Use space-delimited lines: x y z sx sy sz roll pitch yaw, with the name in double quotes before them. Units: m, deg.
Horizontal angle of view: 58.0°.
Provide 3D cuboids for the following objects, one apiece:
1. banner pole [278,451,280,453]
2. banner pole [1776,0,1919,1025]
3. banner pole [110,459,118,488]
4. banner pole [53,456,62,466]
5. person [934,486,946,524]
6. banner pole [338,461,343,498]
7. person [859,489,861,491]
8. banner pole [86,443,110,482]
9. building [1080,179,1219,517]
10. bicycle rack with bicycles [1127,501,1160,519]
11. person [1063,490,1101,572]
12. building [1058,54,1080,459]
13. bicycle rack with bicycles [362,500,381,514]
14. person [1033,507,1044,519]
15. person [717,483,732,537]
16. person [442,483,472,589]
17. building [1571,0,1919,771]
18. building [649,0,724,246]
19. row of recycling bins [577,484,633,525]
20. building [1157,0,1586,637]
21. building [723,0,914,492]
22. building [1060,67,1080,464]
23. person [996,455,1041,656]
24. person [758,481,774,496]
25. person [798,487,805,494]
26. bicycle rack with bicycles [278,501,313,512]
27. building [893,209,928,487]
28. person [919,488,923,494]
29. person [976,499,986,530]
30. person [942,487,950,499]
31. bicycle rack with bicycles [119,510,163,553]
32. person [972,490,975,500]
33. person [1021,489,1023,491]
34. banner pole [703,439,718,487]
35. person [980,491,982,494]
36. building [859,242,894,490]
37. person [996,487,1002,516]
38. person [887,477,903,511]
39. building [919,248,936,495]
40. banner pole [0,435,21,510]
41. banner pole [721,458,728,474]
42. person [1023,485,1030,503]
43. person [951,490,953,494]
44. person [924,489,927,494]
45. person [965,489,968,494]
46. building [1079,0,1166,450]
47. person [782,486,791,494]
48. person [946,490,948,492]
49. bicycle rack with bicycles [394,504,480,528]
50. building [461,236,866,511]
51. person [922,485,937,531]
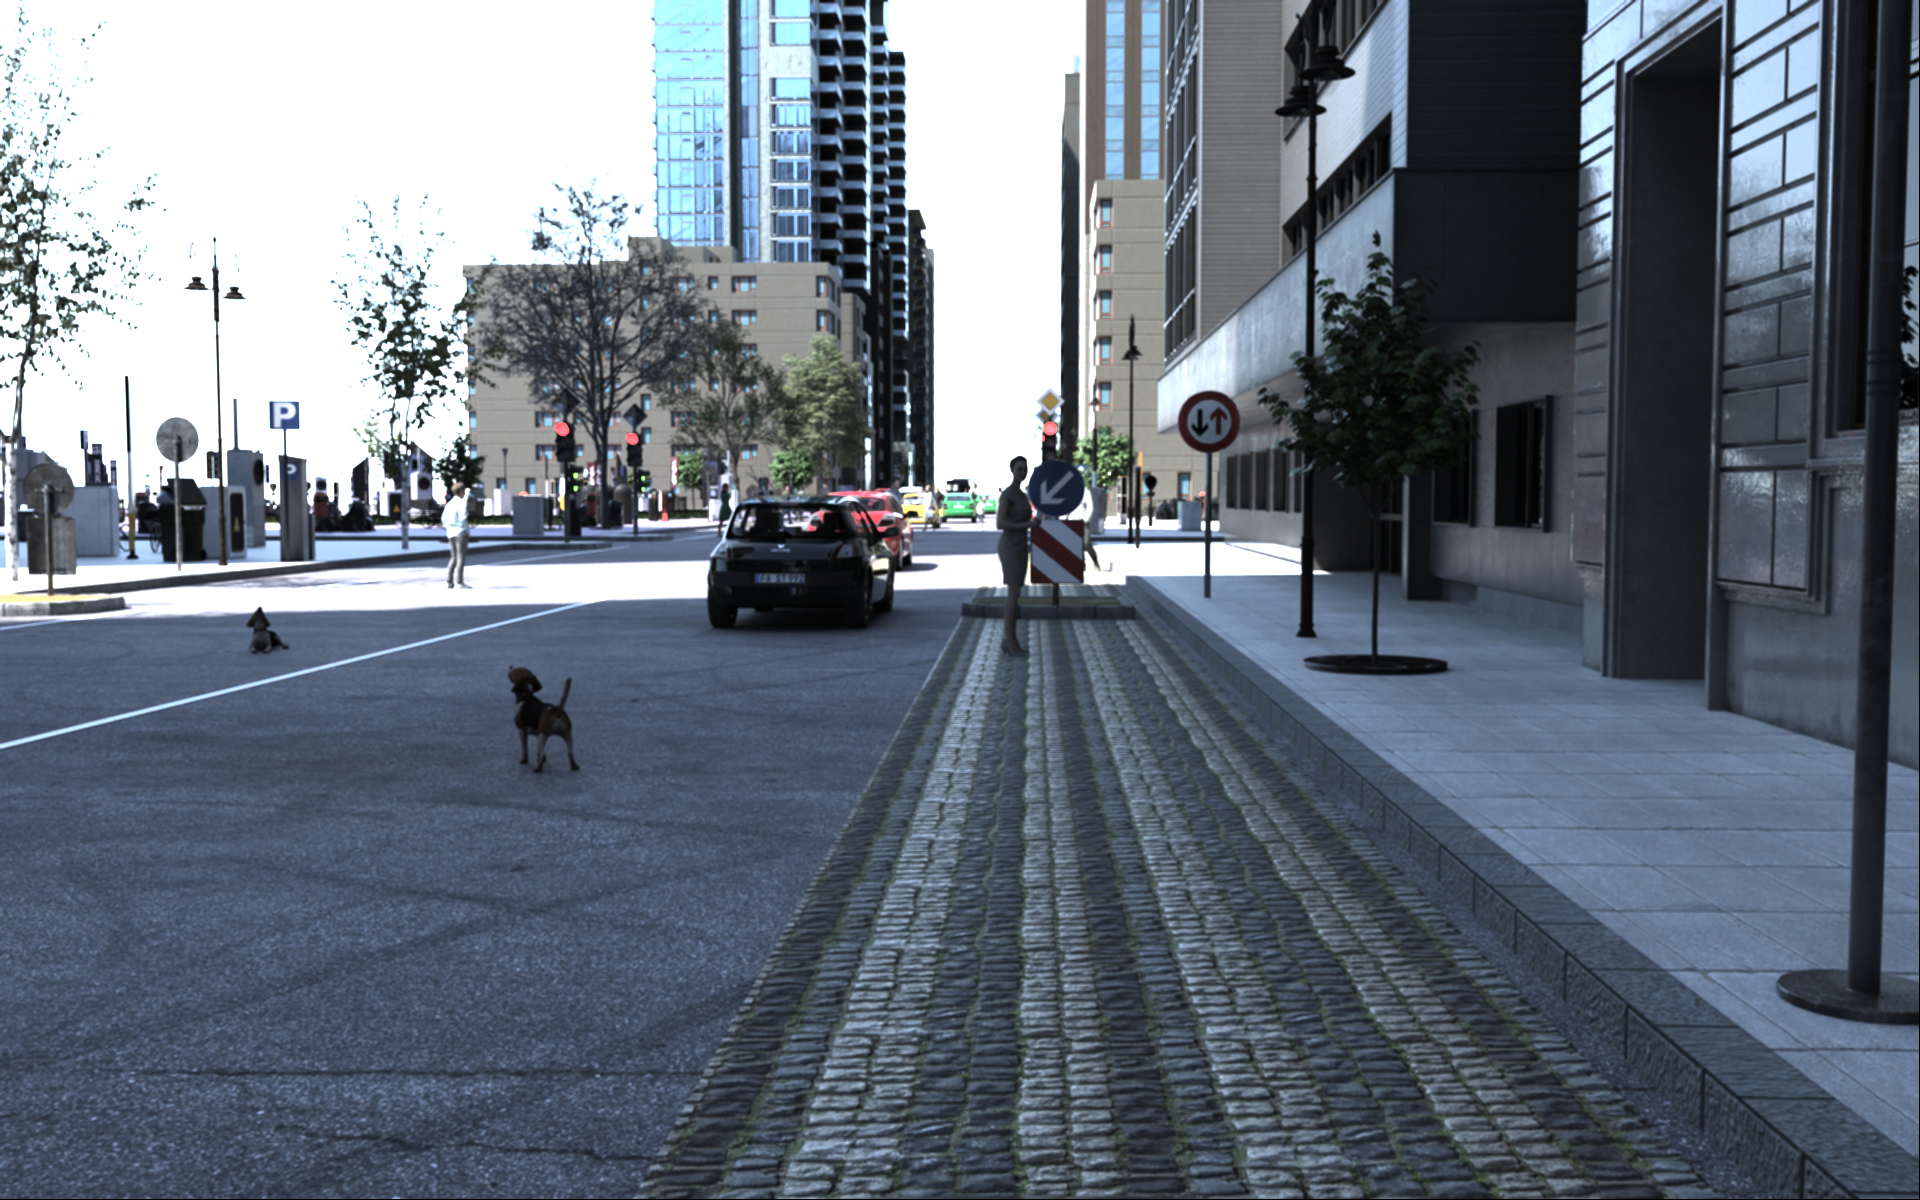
"banner pole" -39.337 -6.772 100.745 0.863 3.779 0.401 -2 4 -31
"banner pole" 2.511 -0.874 4.311 0.863 3.779 0.401 -1 4 -12
"banner pole" -53.836 -7.329 109.846 0.863 3.779 0.401 -3 4 -39
"banner pole" -59.706 -7.621 114.612 0.863 3.779 0.401 1 4 22
"person" -1.233 -4.479 81.947 0.699 1.804 1.509 -2 4 -25
"banner pole" -46.289 -8.530 129.484 0.863 3.779 0.401 3 5 44
"person" -6.924 -6.790 119.852 0.374 1.781 0.599 2 4 29
"banner pole" -37.234 -5.164 74.447 0.863 3.779 0.401 -3 4 -38
"building" 21.853 -16.170 109.420 27.650 21.520 28.899 0 4 2
"bicycle rack with bicycles" 9.124 -4.601 88.604 2.852 0.926 2.925 2 4 30
"person" 2.186 -1.405 31.961 0.515 1.767 0.782 -3 5 -43
"building" 24.834 -57.078 245.900 22.319 86.520 31.000 0 4 2
"bicycle rack with bicycles" -32.908 -5.140 97.428 2.852 0.926 2.925 0 4 -5
"person" 2.958 -3.247 62.345 0.760 1.731 0.466 1 4 20
"person" -7.843 -3.005 57.873 0.529 1.795 0.600 0 4 5
"person" -7.552 -0.966 26.097 0.330 1.601 0.589 -3 5 -41
"building" 9.193 -10.162 2.311 11.583 22.565 21.152 0 4 2
"building" -19.252 -52.583 172.401 22.319 86.520 31.000 0 4 2
"row of recycling bins" -15.274 -4.056 73.432 3.534 1.692 1.069 2 4 34
"building" 11.480 -12.807 28.464 14.314 24.678 30.058 0 4 2
"building" -16.853 -55.949 227.442 22.319 86.520 31.000 0 4 2
"building" 21.917 -34.720 191.371 21.300 48.544 21.600 0 4 2
"person" 0.521 -0.406 15.485 0.374 1.781 0.599 2 4 25
"person" -6.045 -2.827 54.495 0.659 1.850 0.755 -1 4 -16
"person" -8.420 -5.101 92.029 0.709 1.813 0.853 3 5 44
"bicycle rack with bicycles" -47.375 -6.673 122.491 2.925 0.926 2.852 0 4 0
"building" -16.295 -36.940 258.596 22.147 44.769 28.867 0 4 2
"person" -2.091 -5.090 92.469 0.760 1.731 0.466 -1 4 -17
"person" 0.844 -3.402 68.800 0.352 1.250 0.332 -1 4 -18
"person" -0.864 -6.123 108.381 0.659 1.850 0.755 1 4 19
"bicycle rack with bicycles" -18.047 -1.528 38.372 2.852 0.926 2.925 0 4 -3
"person" 1.291 -9.405 162.279 0.705 1.823 1.348 -1 4 -13
"person" 4.497 -7.294 127.734 0.794 1.824 0.713 -1 4 -23
"banner pole" -11.453 -5.406 78.405 0.401 3.779 0.863 1 4 13
"person" 1.938 -9.539 165.175 0.721 1.736 1.217 -1 4 -21
"building" -15.066 -25.980 196.472 14.160 30.474 14.107 0 4 2
"person" 1.809 -4.023 74.840 0.480 1.755 0.524 2 4 34
"person" -1.567 -1.927 40.021 0.620 1.820 0.660 2 4 27
"building" -11.381 -36.475 279.959 14.154 41.232 14.086 0 4 2
"banner pole" -35.175 -4.543 64.296 0.863 3.779 0.401 0 4 -5
"banner pole" -14.428 -7.033 105.009 0.863 3.779 0.401 0 4 7
"person" 2.539 -3.576 67.233 0.793 1.790 0.793 0 4 5
"person" -0.744 -8.039 140.469 0.617 1.759 0.750 -2 4 -35
"person" -2.351 -6.863 120.810 0.767 1.812 0.694 -1 4 -22
"person" 0.467 -6.434 113.977 0.520 1.790 0.573 2 4 32
"building" 17.400 -30.524 149.177 14.600 45.320 14.200 0 4 2
"person" -8.183 -4.463 81.388 0.836 1.842 0.656 0 4 1
"person" -1.135 -7.101 125.268 0.598 1.740 0.731 0 3 0
"bicycle rack with bicycles" -19.579 -3.196 65.642 2.925 0.926 2.852 1 4 8
"building" -22.992 -18.298 144.205 27.650 21.520 28.899 0 4 2
"person" -1.182 -3.593 67.599 0.624 1.780 0.694 0 3 0
